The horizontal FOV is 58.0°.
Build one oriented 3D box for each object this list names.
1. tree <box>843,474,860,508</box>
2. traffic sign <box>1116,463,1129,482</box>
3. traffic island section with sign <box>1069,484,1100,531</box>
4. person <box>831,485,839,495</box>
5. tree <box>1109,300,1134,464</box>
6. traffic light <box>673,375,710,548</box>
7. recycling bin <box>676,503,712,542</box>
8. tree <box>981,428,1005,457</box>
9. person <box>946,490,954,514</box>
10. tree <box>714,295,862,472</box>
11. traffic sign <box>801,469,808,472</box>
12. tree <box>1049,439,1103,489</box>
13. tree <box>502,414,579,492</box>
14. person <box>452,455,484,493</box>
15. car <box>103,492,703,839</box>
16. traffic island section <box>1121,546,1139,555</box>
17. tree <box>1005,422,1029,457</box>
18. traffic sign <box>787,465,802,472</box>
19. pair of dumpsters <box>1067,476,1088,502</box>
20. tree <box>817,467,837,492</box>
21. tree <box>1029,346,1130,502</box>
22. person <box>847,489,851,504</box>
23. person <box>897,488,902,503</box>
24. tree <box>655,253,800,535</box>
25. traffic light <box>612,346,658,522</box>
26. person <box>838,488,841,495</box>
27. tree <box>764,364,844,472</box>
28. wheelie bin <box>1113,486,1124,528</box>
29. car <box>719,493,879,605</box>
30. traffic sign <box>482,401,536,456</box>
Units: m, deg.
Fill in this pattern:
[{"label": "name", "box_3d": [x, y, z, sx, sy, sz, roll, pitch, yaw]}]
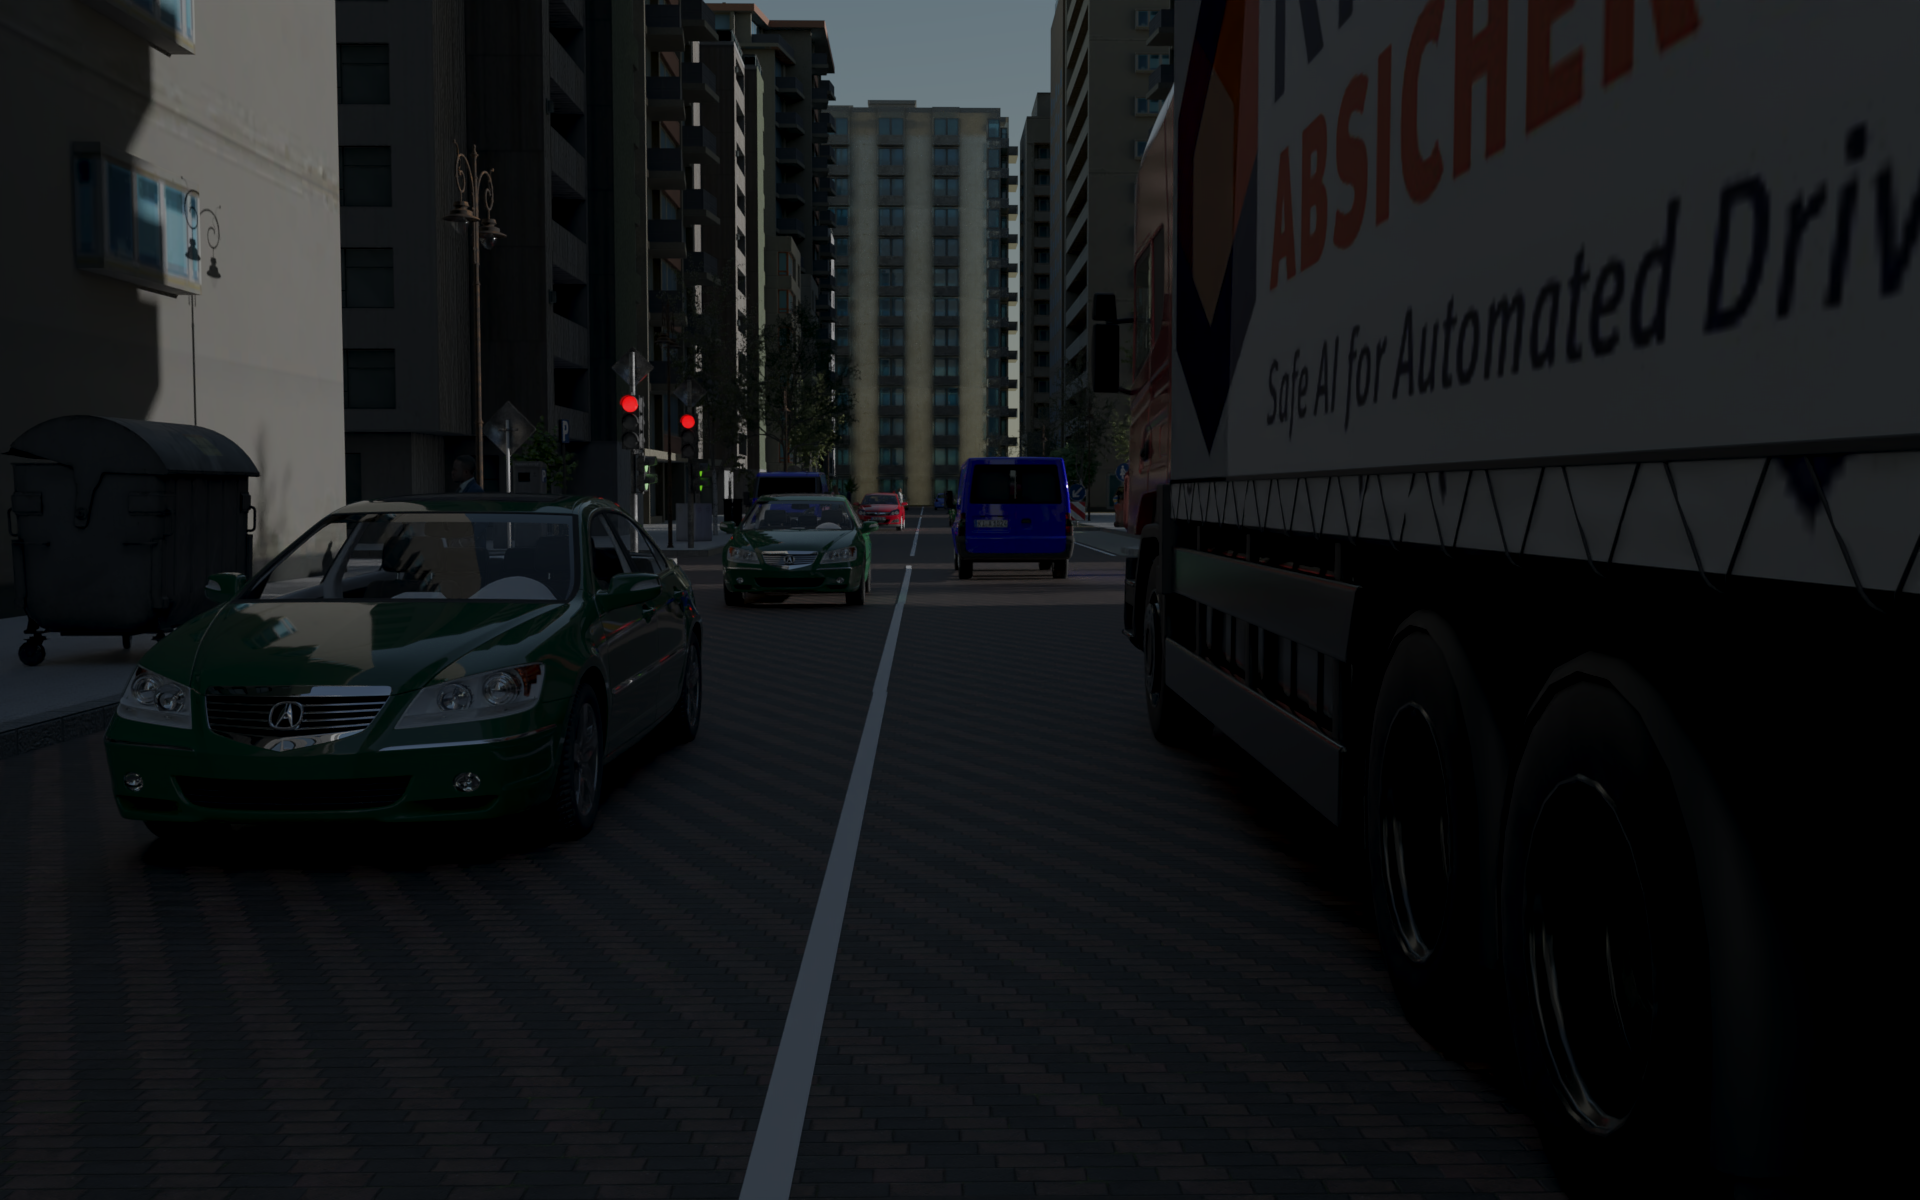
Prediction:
[{"label": "tree", "box_3d": [-10.334, -10.433, 165.178, 1.663, 3.219, 1.824, 0, 3, 0]}, {"label": "traffic sign", "box_3d": [6.796, -4.359, 71.378, 0.768, 2.556, 0.104, 1, 4, 8]}, {"label": "traffic island section with sign", "box_3d": [4.416, -3.616, 67.756, 1.989, 1.847, 2.006, 0, 4, -1]}, {"label": "person", "box_3d": [-5.478, -4.110, 75.713, 0.388, 1.821, 0.555, 2, 4, 35]}, {"label": "tree", "box_3d": [7.208, -6.537, 57.242, 4.737, 8.622, 4.395, 0, 3, 0]}, {"label": "traffic light", "box_3d": [-6.371, -3.186, 41.006, 0.839, 4.253, 0.868, 0, 4, -1]}, {"label": "recycling bin", "box_3d": [-7.240, -2.116, 47.148, 0.722, 1.027, 0.722, 2, 4, 33]}, {"label": "tree", "box_3d": [4.498, -14.877, 193.599, 4.360, 8.622, 3.978, 0, 3, 0]}, {"label": "person", "box_3d": [-0.702, -7.007, 123.981, 0.541, 1.710, 0.530, 3, 5, 40]}, {"label": "tree", "box_3d": [-8.035, -8.958, 80.873, 7.601, 10.594, 8.767, 0, 4, 8]}, {"label": "traffic sign", "box_3d": [-7.940, -5.337, 87.369, 0.768, 2.556, 0.104, 1, 4, 8]}, {"label": "tree", "box_3d": [6.814, -7.765, 110.675, 4.285, 4.588, 4.351, 0, 3, 0]}, {"label": "tree", "box_3d": [-10.062, -2.906, 42.119, 1.663, 3.219, 1.824, 0, 3, 0]}, {"label": "person", "box_3d": [-4.770, -0.487, 16.649, 0.419, 1.800, 0.721, -3, 5, -44]}, {"label": "car", "box_3d": [-2.452, 0.189, 8.713, 2.131, 1.459, 4.920, 0, 4, 0]}, {"label": "traffic island section", "box_3d": [4.928, -1.167, 41.355, 2.009, 0.180, 2.903, 0, 4, -1]}, {"label": "tree", "box_3d": [6.094, -10.889, 128.400, 4.360, 8.622, 3.978, 0, 3, 0]}, {"label": "traffic sign", "box_3d": [-7.342, -4.671, 76.479, 0.768, 2.556, 0.104, 0, 4, 4]}, {"label": "pair of dumpsters", "box_3d": [5.999, -5.547, 93.184, 1.574, 2.255, 4.437, 0, 4, -1]}, {"label": "tree", "box_3d": [-9.663, -7.712, 120.694, 1.663, 3.219, 1.824, 0, 3, 0]}, {"label": "tree", "box_3d": [6.320, -8.369, 87.202, 4.360, 8.622, 3.978, 0, 3, 0]}, {"label": "person", "box_3d": [-9.966, -9.106, 155.840, 0.530, 1.710, 0.541, -2, 4, -30]}, {"label": "person", "box_3d": [-3.774, -5.986, 106.591, 0.641, 1.798, 0.478, 0, 4, 4]}, {"label": "tree", "box_3d": [-7.392, -6.311, 53.539, 4.360, 8.622, 3.978, 0, 3, 0]}, {"label": "traffic light", "box_3d": [-6.215, -2.697, 33.022, 0.839, 4.253, 0.868, 0, 4, -1]}, {"label": "person", "box_3d": [-10.912, -9.256, 157.365, 0.705, 1.826, 1.348, 0, 4, -4]}, {"label": "tree", "box_3d": [-8.482, -8.678, 92.247, 4.737, 8.622, 4.395, 0, 3, 0]}, {"label": "wheelie bin", "box_3d": [6.357, -3.583, 66.496, 0.980, 1.594, 0.693, -3, 4, -37]}, {"label": "car", "box_3d": [-2.173, -0.738, 23.866, 2.131, 1.459, 4.920, 0, 4, -1]}, {"label": "traffic sign", "box_3d": [-6.412, -1.519, 24.563, 0.795, 2.593, 0.064, 0, 4, 4]}]
